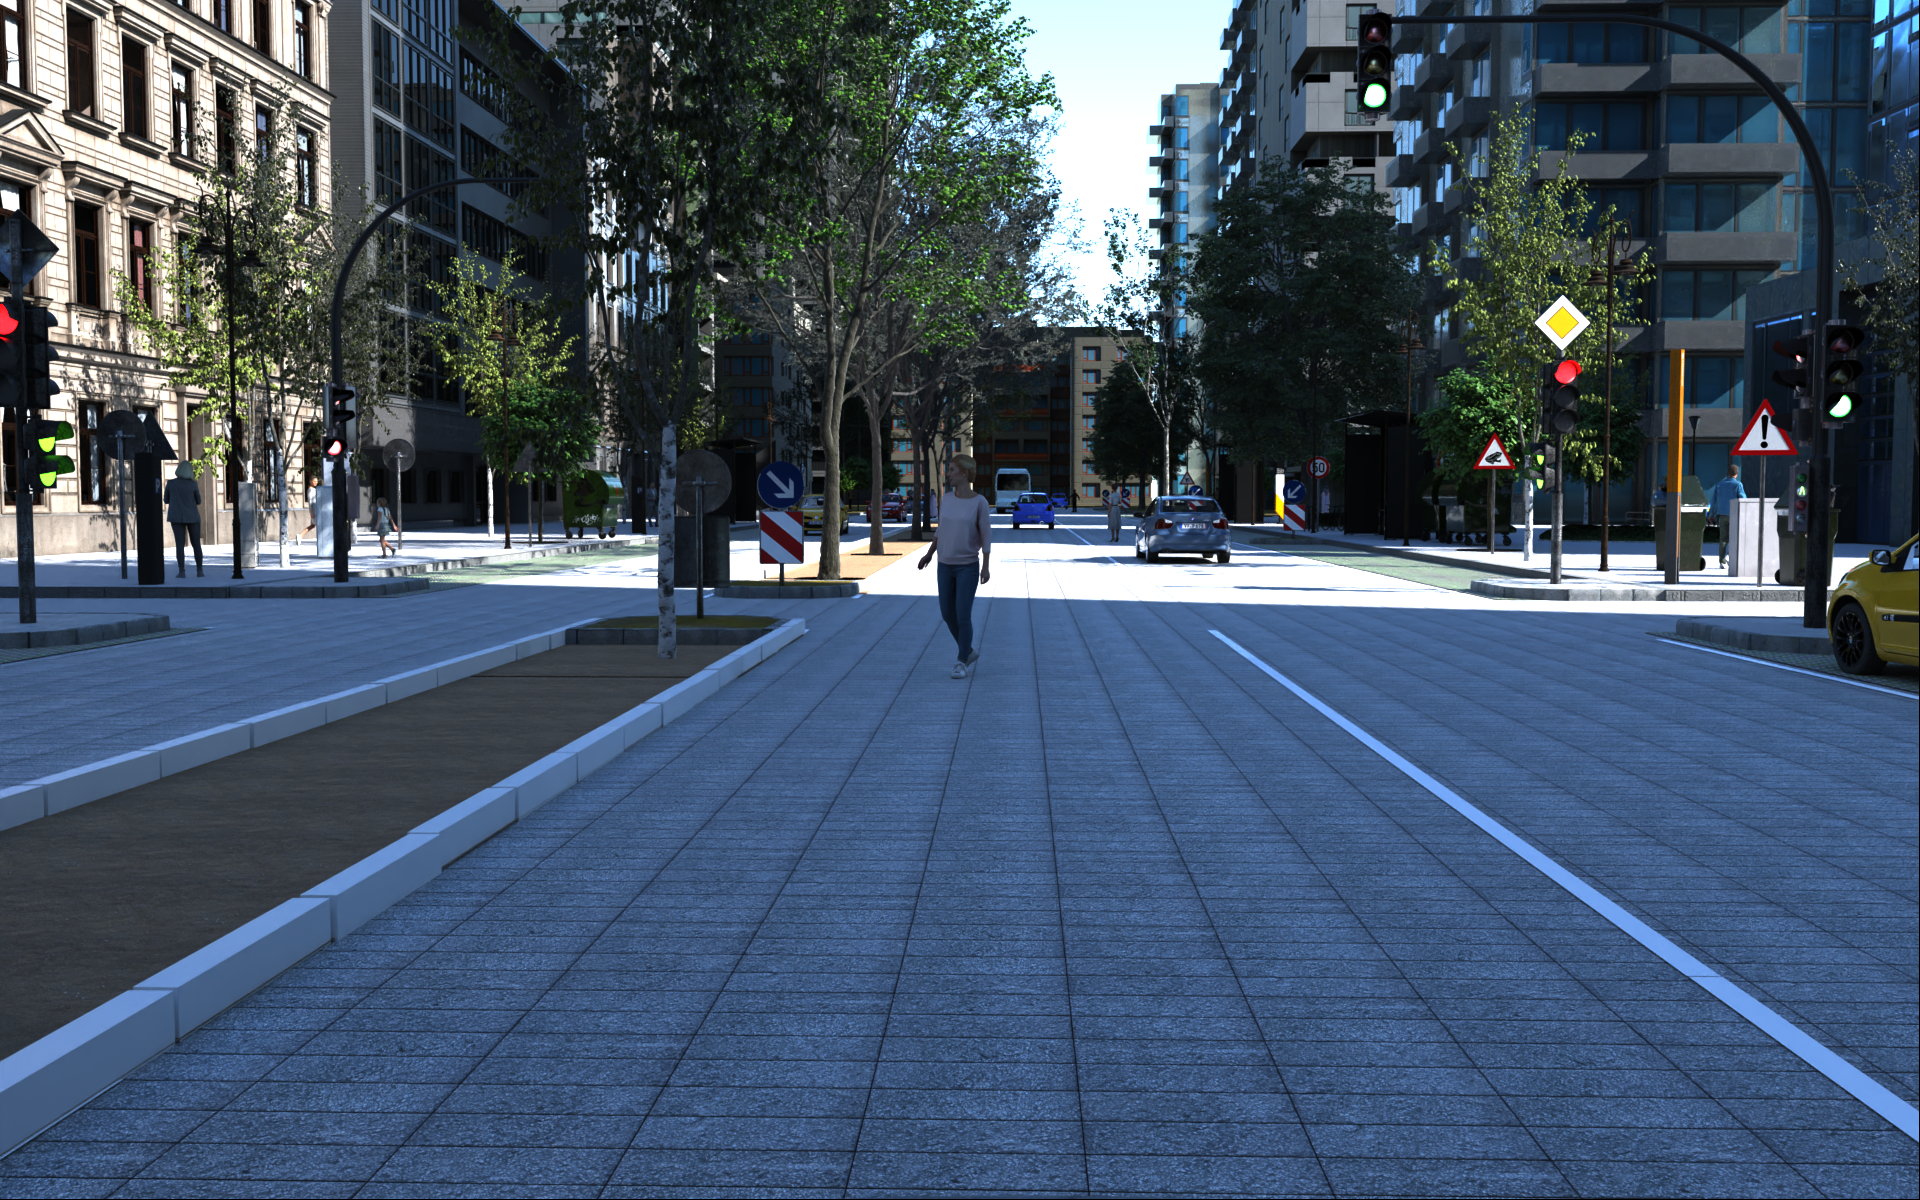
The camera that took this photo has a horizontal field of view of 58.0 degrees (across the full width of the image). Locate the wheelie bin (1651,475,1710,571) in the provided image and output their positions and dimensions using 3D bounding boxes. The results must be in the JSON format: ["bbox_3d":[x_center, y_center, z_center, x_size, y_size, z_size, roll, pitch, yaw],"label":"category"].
[{"bbox_3d":[12.004,-1.288,28.972,0.980,1.594,0.693,-1,4,-14],"label":"wheelie bin"}]

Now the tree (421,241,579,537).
[{"bbox_3d":[-13.755,-6.179,51.383,4.737,8.622,4.395,0,3,0],"label":"tree"}]

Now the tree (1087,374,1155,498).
[{"bbox_3d":[15.606,-14.897,161.696,7.486,12.596,7.792,0,3,0],"label":"tree"}]

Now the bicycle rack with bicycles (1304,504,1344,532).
[{"bbox_3d":[12.752,-2.854,60.050,2.852,0.926,2.925,0,4,1],"label":"bicycle rack with bicycles"}]

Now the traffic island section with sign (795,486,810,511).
[{"bbox_3d":[-6.969,-4.167,76.758,1.989,1.847,2.006,0,4,2],"label":"traffic island section with sign"}]

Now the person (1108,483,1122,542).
[{"bbox_3d":[4.591,-2.619,51.891,0.480,1.755,0.524,-2,4,-34],"label":"person"}]

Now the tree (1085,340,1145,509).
[{"bbox_3d":[15.362,-14.571,144.889,9.857,13.997,8.962,0,3,0],"label":"tree"}]

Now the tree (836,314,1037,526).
[{"bbox_3d":[-0.800,-8.507,75.964,8.767,10.594,7.601,0,4,2],"label":"tree"}]

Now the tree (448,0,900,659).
[{"bbox_3d":[-2.552,-3.805,15.026,4.360,8.622,3.978,0,3,0],"label":"tree"}]

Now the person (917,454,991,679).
[{"bbox_3d":[-0.013,-0.274,13.645,0.731,1.740,0.598,2,4,25],"label":"person"}]

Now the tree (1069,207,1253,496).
[{"bbox_3d":[12.447,-15.907,115.975,12.611,20.169,13.585,0,3,0],"label":"tree"}]

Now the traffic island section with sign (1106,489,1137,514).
[{"bbox_3d":[11.929,-7.204,126.420,1.989,1.847,2.006,0,4,2],"label":"traffic island section with sign"}]

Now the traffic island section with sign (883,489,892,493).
[{"bbox_3d":[-5.284,-7.236,126.930,1.989,1.847,2.006,0,4,2],"label":"traffic island section with sign"}]

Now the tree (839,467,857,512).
[{"bbox_3d":[-8.421,-7.942,124.453,1.663,3.219,1.824,0,3,0],"label":"tree"}]

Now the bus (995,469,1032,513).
[{"bbox_3d":[4.060,-8.362,131.579,2.948,3.499,13.247,0,4,2],"label":"bus"}]

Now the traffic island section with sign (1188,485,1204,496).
[{"bbox_3d":[10.244,-4.155,76.562,1.989,1.847,2.006,0,4,2],"label":"traffic island section with sign"}]

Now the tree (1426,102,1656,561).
[{"bbox_3d":[10.847,-5.037,32.716,4.737,8.622,4.395,0,3,0],"label":"tree"}]

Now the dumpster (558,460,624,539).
[{"bbox_3d":[-10.594,-2.888,49.718,1.502,2.255,1.985,0,4,2],"label":"dumpster"}]

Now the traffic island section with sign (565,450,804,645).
[{"bbox_3d":[-2.713,-0.559,17.272,2.006,1.907,1.989,0,4,2],"label":"traffic island section with sign"}]

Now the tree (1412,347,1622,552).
[{"bbox_3d":[11.960,-3.387,39.088,4.285,4.588,4.351,0,3,0],"label":"tree"}]

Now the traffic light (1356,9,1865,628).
[{"bbox_3d":[6.097,-2.557,16.483,4.771,5.953,1.251,0,4,2],"label":"traffic light"}]

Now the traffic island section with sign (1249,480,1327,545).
[{"bbox_3d":[9.345,-2.507,49.622,1.989,1.847,2.006,0,4,2],"label":"traffic island section with sign"}]

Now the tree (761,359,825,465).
[{"bbox_3d":[-8.374,-10.887,112.411,8.767,10.594,7.601,-2,4,-32],"label":"tree"}]

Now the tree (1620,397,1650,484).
[{"bbox_3d":[18.991,-4.171,51.912,4.285,4.588,4.351,0,3,0],"label":"tree"}]

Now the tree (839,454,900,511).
[{"bbox_3d":[-7.756,-9.110,132.655,4.285,4.588,4.351,0,3,0],"label":"tree"}]

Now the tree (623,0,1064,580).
[{"bbox_3d":[-2.062,-6.122,28.312,9.928,11.665,9.643,0,3,0],"label":"tree"}]

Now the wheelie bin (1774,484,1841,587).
[{"bbox_3d":[11.869,-1.001,24.274,0.693,1.594,0.980,0,4,-1],"label":"wheelie bin"}]

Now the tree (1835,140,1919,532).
[{"bbox_3d":[19.946,-5.206,35.484,4.360,8.622,3.978,0,3,0],"label":"tree"}]

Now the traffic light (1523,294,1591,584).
[{"bbox_3d":[8.459,-2.178,24.535,0.839,4.253,0.868,0,4,2],"label":"traffic light"}]

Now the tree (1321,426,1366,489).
[{"bbox_3d":[19.020,-6.087,83.236,4.285,4.588,4.351,0,3,0],"label":"tree"}]

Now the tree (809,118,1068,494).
[{"bbox_3d":[-1.742,-13.917,85.896,12.611,20.169,13.585,0,3,0],"label":"tree"}]

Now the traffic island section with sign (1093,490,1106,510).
[{"bbox_3d":[12.870,-8.923,154.518,1.989,1.847,2.006,0,4,2],"label":"traffic island section with sign"}]

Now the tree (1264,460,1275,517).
[{"bbox_3d":[16.949,-6.284,97.337,1.663,3.219,1.824,0,3,0],"label":"tree"}]

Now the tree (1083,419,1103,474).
[{"bbox_3d":[16.080,-14.776,176.007,7.601,10.594,8.767,0,4,-2],"label":"tree"}]

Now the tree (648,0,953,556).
[{"bbox_3d":[-1.912,-7.760,39.701,12.009,13.543,11.850,0,3,0],"label":"tree"}]

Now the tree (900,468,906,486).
[{"bbox_3d":[-6.951,-11.281,168.163,4.285,4.588,4.351,0,3,0],"label":"tree"}]

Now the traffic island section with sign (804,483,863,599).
[{"bbox_3d":[-2.454,-1.012,24.675,2.006,1.907,1.989,0,4,2],"label":"traffic island section with sign"}]

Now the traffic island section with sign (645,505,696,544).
[{"bbox_3d":[-7.884,-2.519,49.818,1.989,1.847,2.006,0,4,2],"label":"traffic island section with sign"}]

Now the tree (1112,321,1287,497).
[{"bbox_3d":[13.317,-9.571,90.906,8.767,10.594,7.601,2,4,24],"label":"tree"}]

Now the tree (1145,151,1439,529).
[{"bbox_3d":[12.723,-9.594,63.516,9.857,13.997,8.962,0,3,0],"label":"tree"}]

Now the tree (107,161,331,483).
[{"bbox_3d":[-15.778,-5.340,37.668,4.737,8.622,4.395,0,3,0],"label":"tree"}]

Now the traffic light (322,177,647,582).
[{"bbox_3d":[-6.900,-3.083,25.068,4.771,5.953,1.251,0,4,2],"label":"traffic light"}]

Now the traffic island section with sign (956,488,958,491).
[{"bbox_3d":[0.060,-5.605,99.771,2.006,1.907,1.989,0,4,2],"label":"traffic island section with sign"}]

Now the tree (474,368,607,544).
[{"bbox_3d":[-10.951,-3.758,45.161,4.285,4.588,4.351,0,3,0],"label":"tree"}]

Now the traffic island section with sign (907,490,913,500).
[{"bbox_3d":[-4.367,-8.906,154.240,1.989,1.847,2.006,0,4,2],"label":"traffic island section with sign"}]

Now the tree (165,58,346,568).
[{"bbox_3d":[-11.590,-4.863,29.880,4.360,8.622,3.978,0,3,0],"label":"tree"}]

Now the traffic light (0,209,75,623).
[{"bbox_3d":[-9.261,-1.725,17.123,0.839,4.253,0.868,0,4,2],"label":"traffic light"}]

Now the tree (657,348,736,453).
[{"bbox_3d":[-13.595,-8.419,88.011,4.737,8.622,4.395,0,3,0],"label":"tree"}]

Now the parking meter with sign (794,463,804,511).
[{"bbox_3d":[-9.761,-6.240,98.291,1.738,3.016,0.543,1,4,10],"label":"parking meter with sign"}]
